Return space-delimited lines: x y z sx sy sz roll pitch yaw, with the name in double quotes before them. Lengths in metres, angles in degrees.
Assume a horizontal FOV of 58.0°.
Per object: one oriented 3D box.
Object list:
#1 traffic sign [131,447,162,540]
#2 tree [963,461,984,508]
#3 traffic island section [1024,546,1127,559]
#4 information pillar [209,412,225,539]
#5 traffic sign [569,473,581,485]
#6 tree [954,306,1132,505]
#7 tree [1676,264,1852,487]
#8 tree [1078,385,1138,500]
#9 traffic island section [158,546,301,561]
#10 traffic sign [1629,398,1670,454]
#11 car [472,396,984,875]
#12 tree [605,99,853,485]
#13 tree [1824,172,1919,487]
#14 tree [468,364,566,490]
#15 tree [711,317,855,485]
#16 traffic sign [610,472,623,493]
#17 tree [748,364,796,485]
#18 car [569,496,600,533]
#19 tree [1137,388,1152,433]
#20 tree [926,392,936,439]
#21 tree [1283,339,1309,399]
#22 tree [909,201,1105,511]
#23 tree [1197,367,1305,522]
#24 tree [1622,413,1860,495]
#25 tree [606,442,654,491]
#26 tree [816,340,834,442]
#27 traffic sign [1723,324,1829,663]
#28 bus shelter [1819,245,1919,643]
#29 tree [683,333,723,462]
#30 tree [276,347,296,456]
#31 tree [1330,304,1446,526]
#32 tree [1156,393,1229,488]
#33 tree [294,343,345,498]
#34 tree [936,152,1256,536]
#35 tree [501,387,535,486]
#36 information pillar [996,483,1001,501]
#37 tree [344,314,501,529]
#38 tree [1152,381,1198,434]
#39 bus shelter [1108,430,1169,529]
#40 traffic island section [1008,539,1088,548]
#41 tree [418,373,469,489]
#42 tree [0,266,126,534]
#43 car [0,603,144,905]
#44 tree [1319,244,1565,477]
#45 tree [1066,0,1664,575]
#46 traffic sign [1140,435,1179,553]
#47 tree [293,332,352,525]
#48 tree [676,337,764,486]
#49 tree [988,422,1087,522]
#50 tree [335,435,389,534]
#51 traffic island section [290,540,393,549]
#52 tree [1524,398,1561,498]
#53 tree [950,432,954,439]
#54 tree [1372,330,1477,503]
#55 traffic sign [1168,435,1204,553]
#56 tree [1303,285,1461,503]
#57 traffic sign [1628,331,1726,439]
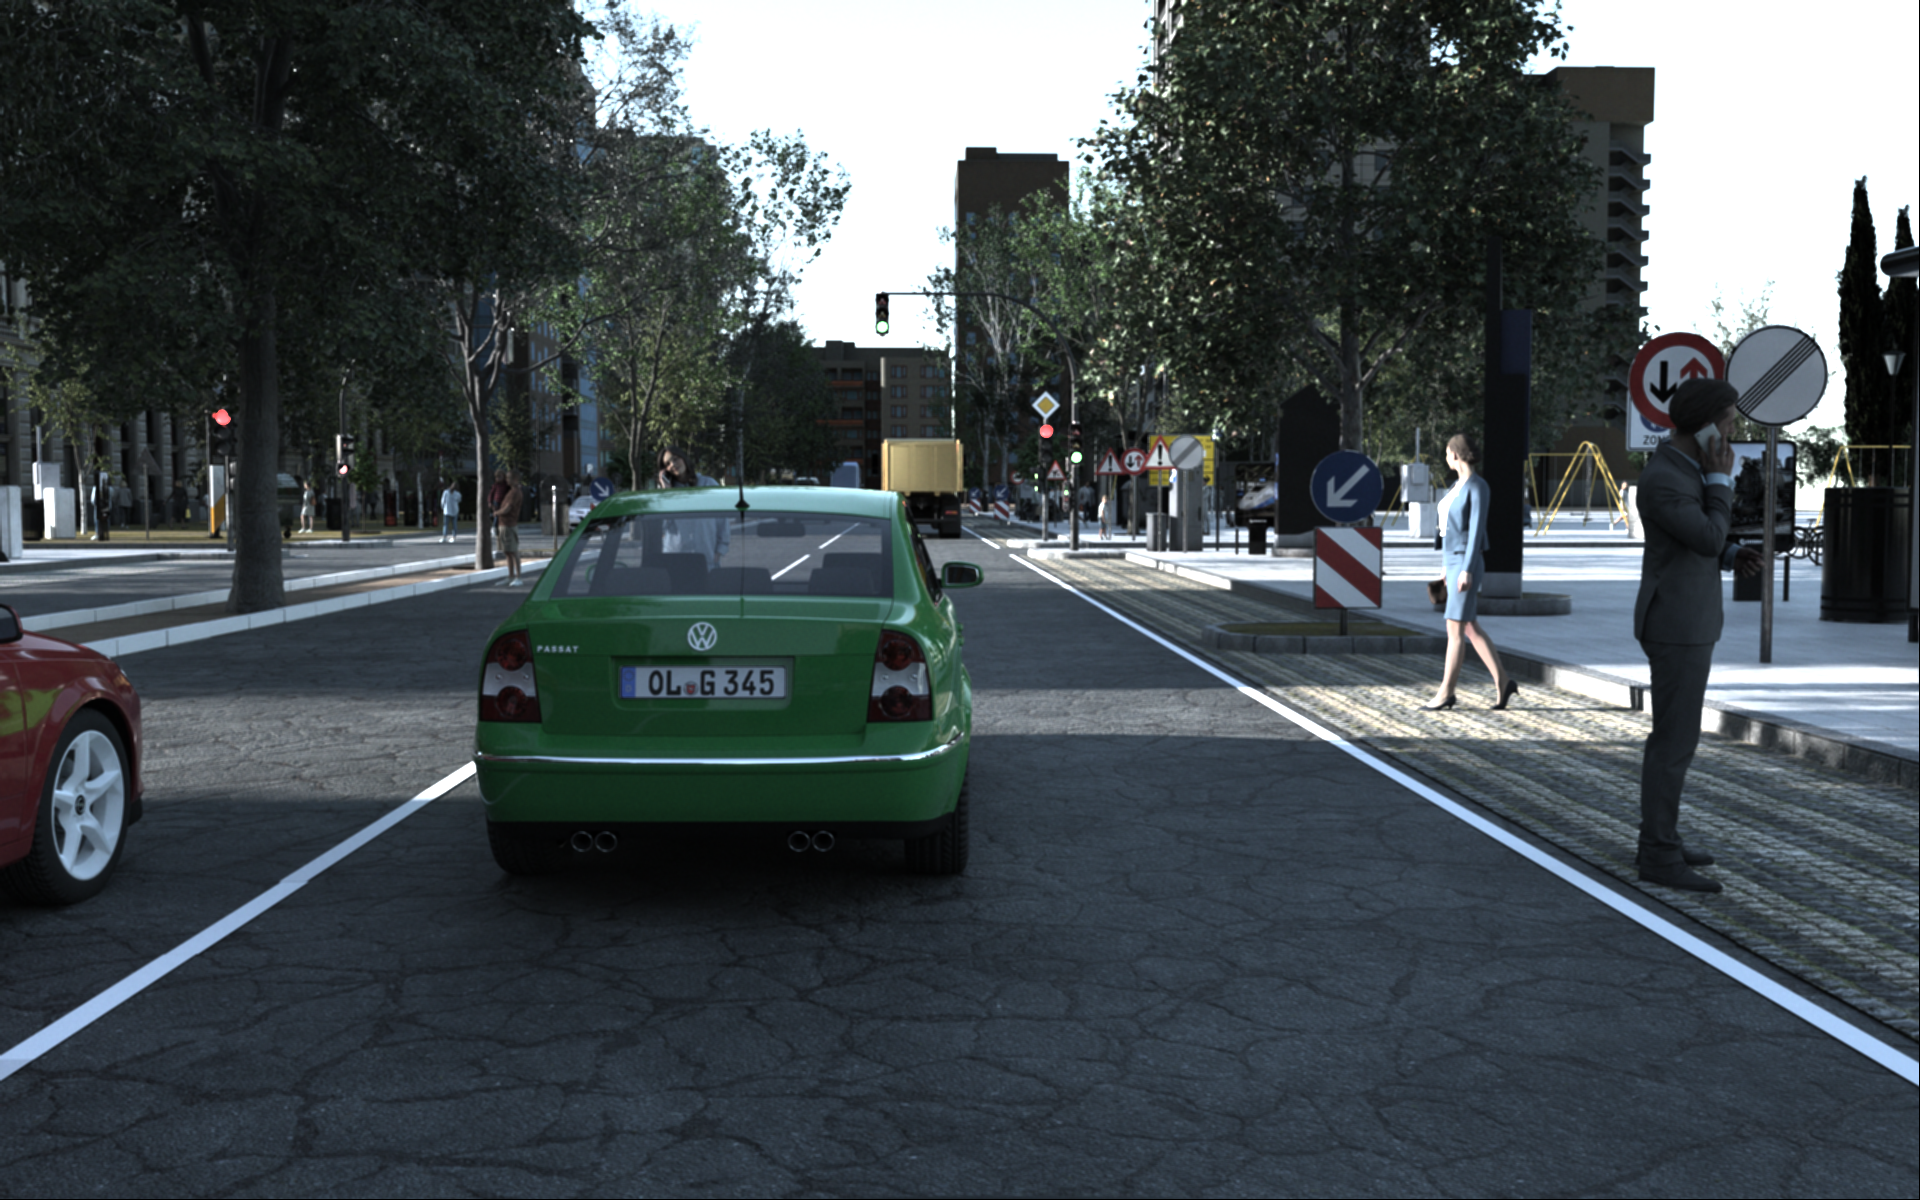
"traffic sign" -22.661 -2.951 48.247 0.884 2.594 0.081 0 4 1
"tree" 1.193 -10.924 162.326 4.285 4.588 4.351 0 3 0
"traffic island section" 2.609 -1.043 39.336 2.009 0.180 2.903 0 4 -2
"information pillar" -21.430 -3.583 49.942 0.183 3.616 0.504 1 4 18
"traffic sign" -23.297 -6.404 104.816 0.768 2.556 0.104 0 4 5
"tree" 4.281 -9.305 86.554 8.767 10.594 7.601 0 4 -1
"tree" 25.609 -6.407 55.125 4.360 8.622 3.978 0 3 0
"tree" 8.809 -9.201 100.797 4.360 8.622 3.978 0 3 0
"traffic island section" -16.323 -1.007 38.738 2.009 0.180 2.903 0 4 -2
"traffic sign" 6.789 -0.905 16.932 0.606 2.300 0.079 0 4 -2
"car" -0.858 0.056 7.889 1.959 1.807 4.718 0 4 0
"tree" -11.834 -13.771 83.497 12.611 20.169 13.585 0 3 0
"tree" 43.504 -10.548 74.288 13.155 14.587 18.604 1 4 17
"tree" -24.309 -8.914 96.113 4.360 8.622 3.978 0 3 0
"tree" -11.579 -11.678 110.400 9.611 12.733 9.660 0 3 0
"traffic sign" -20.170 -6.211 101.648 0.768 2.556 0.104 0 4 5
"tree" -10.817 -8.563 92.823 4.737 8.622 4.395 0 3 0
"car" -13.879 -3.263 65.709 2.083 1.381 4.827 0 4 -3
"tree" 11.909 -8.337 86.670 4.360 8.622 3.978 0 3 0
"tree" 1.023 -14.023 155.023 9.928 11.665 9.643 0 3 0
"tree" 25.866 -12.788 115.740 9.857 13.997 8.962 0 3 0
"tree" 3.503 -15.552 110.171 12.611 20.169 13.585 0 3 0
"tree" 12.197 -7.295 69.630 4.360 8.622 3.978 0 3 0
"tree" 49.411 -8.520 102.201 20.602 7.101 11.467 2 4 31
"tree" -20.633 -7.606 108.078 4.285 4.588 4.351 0 3 0
"tree" -11.111 -10.527 100.333 9.928 11.665 9.643 0 3 0
"traffic sign" 6.135 -0.796 13.113 0.768 2.556 0.104 0 4 3
"bus shelter" 9.065 -2.190 13.438 2.179 5.291 8.768 0 4 -2
"tree" -21.092 -13.168 121.957 9.857 13.997 8.962 0 3 0
"tree" -25.954 -6.714 60.134 4.360 8.622 3.978 0 3 0
"tree" 12.961 -6.361 54.363 4.737 8.622 4.395 0 3 0
"tree" 13.972 -9.480 105.367 4.737 8.622 4.395 0 3 0
"tree" -28.576 -7.862 78.911 4.737 8.622 4.395 0 3 0
"tree" 5.306 -7.814 53.515 9.928 11.665 9.643 0 3 0
"tree" -30.529 -10.227 117.573 4.737 8.622 4.395 0 3 0
"information pillar" 2.664 -7.071 120.098 0.304 2.012 0.304 1 4 19
"tree" -19.781 -6.924 63.568 4.737 8.622 4.395 0 3 0
"tree" 11.531 -7.907 79.648 4.360 8.622 3.978 0 3 0
"bus shelter" 6.912 -4.617 66.766 1.731 3.624 6.357 0 4 -2
"traffic island section" 2.354 -1.531 47.317 2.009 0.180 2.903 0 4 -2
"tree" -30.897 -9.476 105.294 4.360 8.622 3.978 0 3 0
"tree" -28.042 -6.398 54.968 4.737 8.622 4.395 0 3 0
"car" -3.919 0.261 4.769 2.155 1.783 4.494 0 4 -1
"tree" 22.741 -10.397 76.647 9.857 13.997 8.962 0 3 0
"tree" 6.131 -6.747 27.316 9.611 12.733 9.660 0 3 0
"traffic sign" 4.376 -2.319 37.913 0.884 2.594 0.081 0 4 6
"tree" -26.825 -7.373 70.917 4.360 8.622 3.978 0 3 0
"tree" -10.551 -7.492 75.317 4.360 8.622 3.978 0 3 0
"tree" 4.047 -5.817 78.829 4.285 4.588 4.351 0 3 0
"tree" -19.356 -3.786 56.507 1.663 3.219 1.824 0 3 0
"traffic island section" -16.578 -1.495 46.719 2.009 0.180 2.903 0 4 -2
"tree" 28.346 -8.362 87.075 4.360 8.622 3.978 0 3 0
"tree" 0.957 -16.173 198.848 7.601 10.594 8.767 0 4 3
"tree" 16.495 -6.780 61.212 4.360 8.622 3.978 0 3 0
"traffic sign" 4.896 -2.293 37.591 0.768 2.556 0.104 0 4 2
"tree" 21.149 -10.503 89.858 7.486 12.596 7.792 0 3 0
"traffic sign" 5.629 -0.829 13.660 0.768 2.556 0.104 0 4 5
